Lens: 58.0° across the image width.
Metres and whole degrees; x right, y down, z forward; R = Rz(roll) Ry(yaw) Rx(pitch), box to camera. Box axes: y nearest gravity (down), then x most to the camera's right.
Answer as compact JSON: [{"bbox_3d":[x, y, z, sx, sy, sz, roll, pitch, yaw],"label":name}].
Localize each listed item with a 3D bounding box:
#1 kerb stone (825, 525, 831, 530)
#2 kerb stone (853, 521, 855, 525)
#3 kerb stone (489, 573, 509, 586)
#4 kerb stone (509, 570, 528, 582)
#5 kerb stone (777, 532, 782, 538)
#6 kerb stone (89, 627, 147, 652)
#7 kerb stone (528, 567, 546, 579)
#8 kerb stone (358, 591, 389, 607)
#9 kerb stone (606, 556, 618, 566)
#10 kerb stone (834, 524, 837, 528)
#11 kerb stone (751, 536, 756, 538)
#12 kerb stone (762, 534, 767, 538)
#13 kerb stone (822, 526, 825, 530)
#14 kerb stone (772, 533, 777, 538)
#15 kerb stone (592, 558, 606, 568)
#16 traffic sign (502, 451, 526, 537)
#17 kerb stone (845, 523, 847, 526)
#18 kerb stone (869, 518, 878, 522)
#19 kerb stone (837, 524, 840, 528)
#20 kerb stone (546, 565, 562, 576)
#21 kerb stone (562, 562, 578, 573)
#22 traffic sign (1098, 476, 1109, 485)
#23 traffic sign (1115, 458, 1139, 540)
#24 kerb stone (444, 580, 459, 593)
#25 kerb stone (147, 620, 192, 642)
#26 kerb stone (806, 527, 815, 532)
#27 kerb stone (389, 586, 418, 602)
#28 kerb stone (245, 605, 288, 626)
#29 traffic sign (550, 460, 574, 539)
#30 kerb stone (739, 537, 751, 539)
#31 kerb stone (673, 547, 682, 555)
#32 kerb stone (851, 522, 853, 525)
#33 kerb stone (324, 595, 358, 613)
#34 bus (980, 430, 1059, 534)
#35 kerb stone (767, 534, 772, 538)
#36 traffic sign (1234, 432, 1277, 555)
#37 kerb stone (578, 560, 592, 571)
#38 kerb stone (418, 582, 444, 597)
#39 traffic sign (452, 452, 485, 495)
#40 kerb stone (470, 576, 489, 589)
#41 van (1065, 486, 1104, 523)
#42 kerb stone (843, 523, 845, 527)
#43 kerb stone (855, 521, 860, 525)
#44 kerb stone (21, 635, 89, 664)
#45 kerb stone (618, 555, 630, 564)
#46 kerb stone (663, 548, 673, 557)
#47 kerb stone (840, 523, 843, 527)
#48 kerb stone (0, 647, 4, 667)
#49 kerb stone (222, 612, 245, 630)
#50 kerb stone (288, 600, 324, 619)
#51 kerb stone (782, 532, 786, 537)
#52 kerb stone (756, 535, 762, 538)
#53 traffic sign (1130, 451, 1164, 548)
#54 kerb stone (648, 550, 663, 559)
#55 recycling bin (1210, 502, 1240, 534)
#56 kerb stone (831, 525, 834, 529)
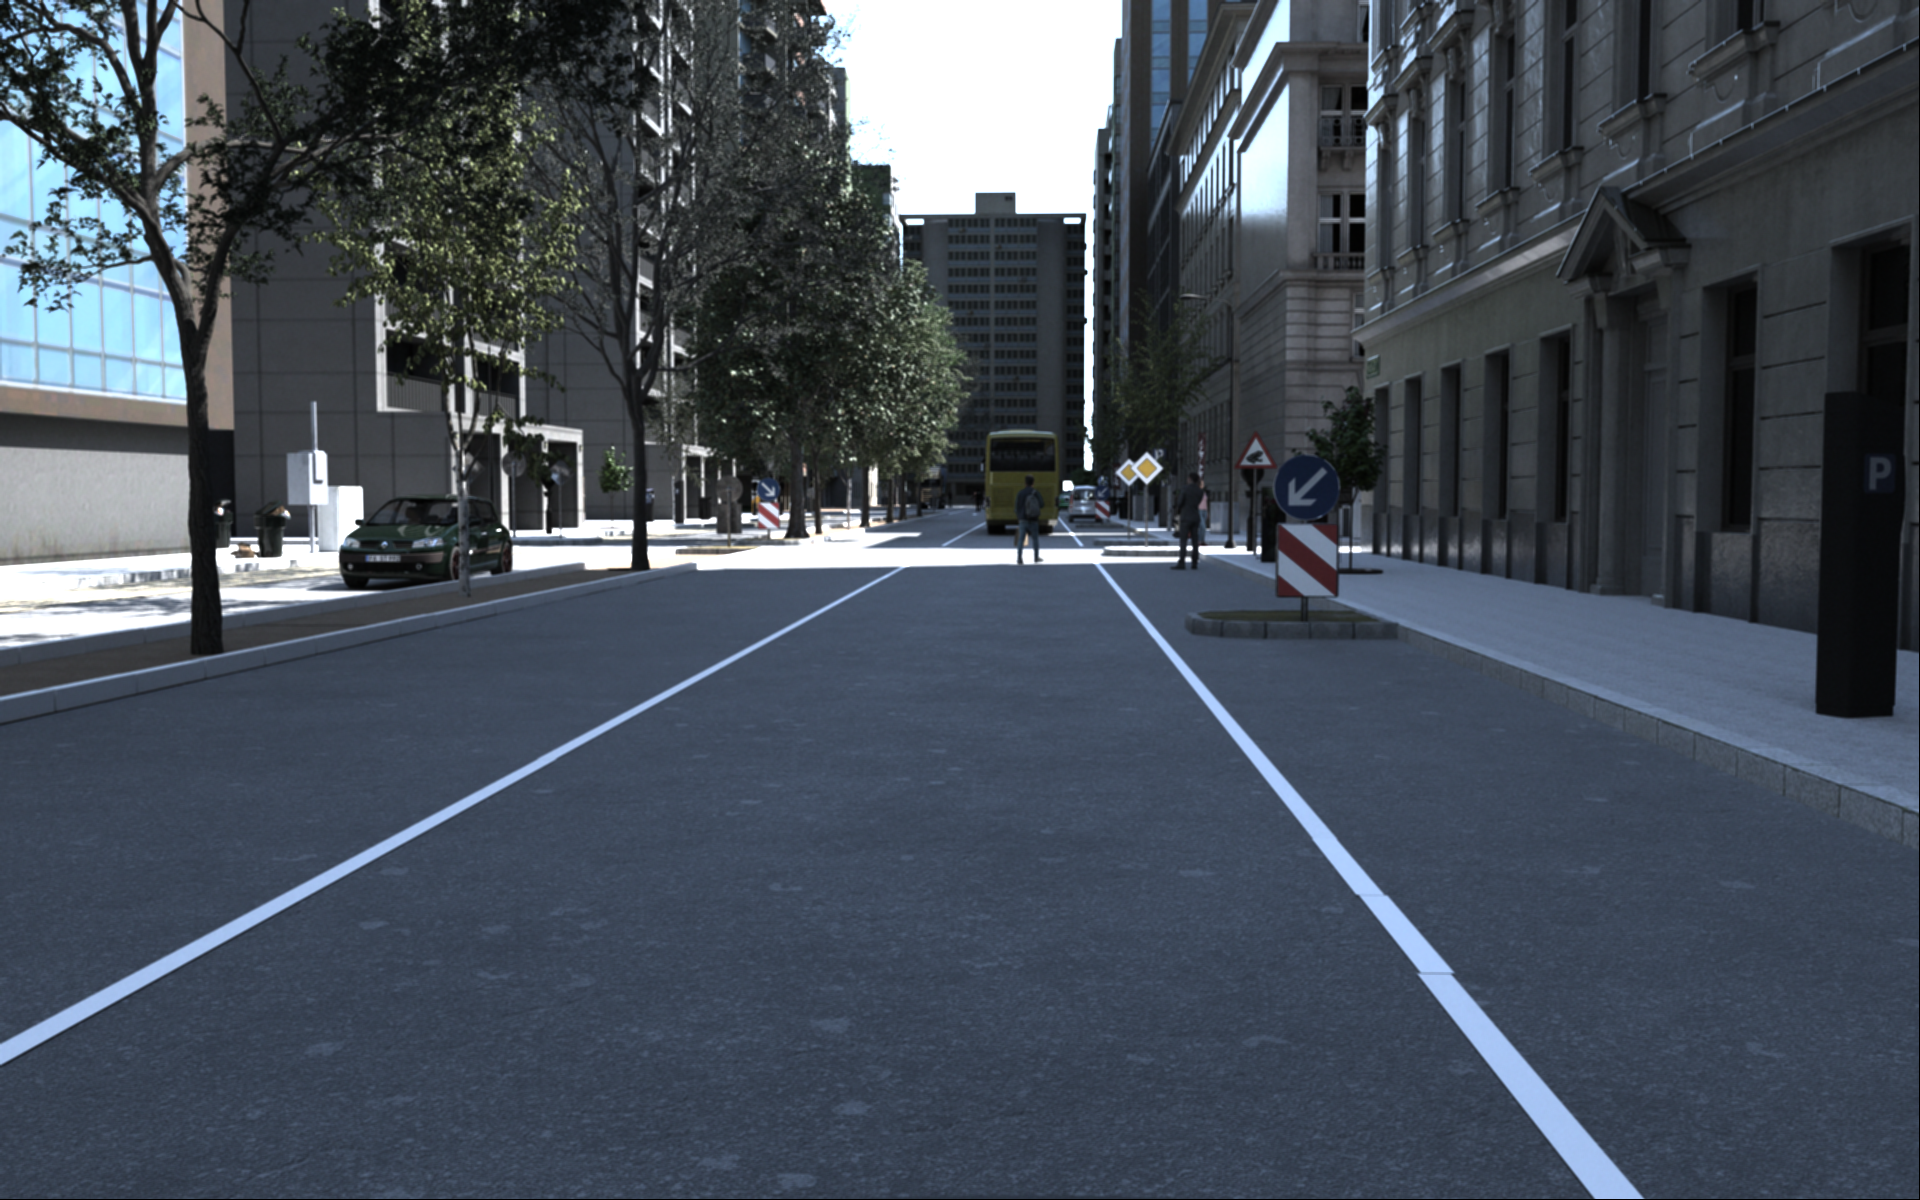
[{"bbox_3d":[-5.432,-2.914,69.843,0.120,0.150,1.000,0,4,3],"label":"kerb stone"},{"bbox_3d":[-5.007,-3.471,79.080,0.120,0.150,1.000,0,4,3],"label":"kerb stone"},{"bbox_3d":[-7.364,-0.306,27.316,0.120,0.150,1.000,0,4,3],"label":"kerb stone"},{"bbox_3d":[-7.314,-0.375,28.344,0.120,0.150,1.000,0,4,3],"label":"kerb stone"},{"bbox_3d":[-6.033,-2.099,56.518,0.120,0.150,1.000,0,4,3],"label":"kerb stone"},{"bbox_3d":[-7.875,0.376,16.045,0.120,0.150,1.000,0,4,3],"label":"kerb stone"},{"bbox_3d":[-7.265,-0.439,29.373,0.120,0.150,1.000,0,4,3],"label":"kerb stone"},{"bbox_3d":[-7.591,0.001,22.192,0.120,0.150,1.000,0,4,3],"label":"kerb stone"},{"bbox_3d":[-7.038,-0.750,34.486,0.120,0.150,1.000,0,4,3],"label":"kerb stone"},{"bbox_3d":[-5.325,-3.037,71.896,0.120,0.150,1.000,0,4,3],"label":"kerb stone"},{"bbox_3d":[-6.264,-1.786,51.398,0.120,0.150,1.000,0,4,3],"label":"kerb stone"},{"bbox_3d":[-6.170,-1.909,53.450,0.120,0.150,1.000,0,4,3],"label":"kerb stone"},{"bbox_3d":[-5.511,-2.789,67.800,0.120,0.150,1.000,0,4,3],"label":"kerb stone"},{"bbox_3d":[-6.078,-2.036,55.493,0.120,0.150,1.000,0,4,3],"label":"kerb stone"},{"bbox_3d":[-7.082,-0.689,33.460,0.120,0.150,1.000,0,4,3],"label":"kerb stone"},{"bbox_3d":[-13.224,-3.132,51.321,0.768,2.556,0.104,1,4,9],"label":"traffic sign"},{"bbox_3d":[-5.150,-3.291,75.999,0.120,0.150,1.000,0,4,3],"label":"kerb stone"},{"bbox_3d":[-4.492,-4.163,90.333,0.120,0.150,1.000,0,4,3],"label":"kerb stone"},{"bbox_3d":[-5.286,-3.094,72.918,0.120,0.150,1.000,0,4,3],"label":"kerb stone"},{"bbox_3d":[-7.226,-0.500,30.394,0.120,0.150,1.000,0,4,3],"label":"kerb stone"},{"bbox_3d":[-7.168,-0.564,31.415,0.120,0.150,1.000,0,4,3],"label":"kerb stone"},{"bbox_3d":[9.951,-7.351,120.293,0.768,2.556,0.104,0,4,5],"label":"traffic sign"},{"bbox_3d":[4.755,-2.759,48.753,0.795,2.450,0.064,0,4,3],"label":"traffic sign"},{"bbox_3d":[-7.450,-0.188,25.263,0.120,0.150,1.000,0,4,3],"label":"kerb stone"},{"bbox_3d":[-7.827,0.320,17.069,0.120,0.150,1.000,0,4,3],"label":"kerb stone"},{"bbox_3d":[-5.656,-2.601,64.727,0.120,0.150,1.000,0,4,3],"label":"kerb stone"},{"bbox_3d":[-7.544,-0.060,23.213,0.120,0.150,1.000,0,4,3],"label":"kerb stone"},{"bbox_3d":[-7.727,0.188,19.125,0.120,0.150,1.000,0,4,3],"label":"kerb stone"},{"bbox_3d":[-11.422,-2.805,49.507,0.795,2.450,0.064,0,4,3],"label":"traffic sign"},{"bbox_3d":[-6.301,-1.722,50.376,0.120,0.150,1.000,0,4,3],"label":"kerb stone"},{"bbox_3d":[-6.755,-1.128,40.632,0.120,0.150,1.000,0,4,3],"label":"kerb stone"},{"bbox_3d":[-5.054,-3.416,78.053,0.120,0.150,1.000,0,4,3],"label":"kerb stone"},{"bbox_3d":[-7.648,0.063,21.167,0.120,0.150,1.000,0,4,3],"label":"kerb stone"},{"bbox_3d":[2.212,-4.511,65.298,2.896,3.916,12.252,0,4,1],"label":"bus"},{"bbox_3d":[-6.126,-1.969,54.471,0.120,0.150,1.000,0,4,3],"label":"kerb stone"},{"bbox_3d":[6.159,-2.209,36.115,0.884,2.594,0.081,1,4,11],"label":"traffic sign"},{"bbox_3d":[-7.127,-0.625,32.439,0.120,0.150,1.000,0,4,3],"label":"kerb stone"},{"bbox_3d":[-7.494,-0.125,24.233,0.120,0.150,1.000,0,4,3],"label":"kerb stone"},{"bbox_3d":[-11.785,-2.317,41.530,0.795,2.450,0.064,0,4,3],"label":"traffic sign"},{"bbox_3d":[-7.402,-0.249,26.289,0.120,0.150,1.000,0,4,3],"label":"kerb stone"},{"bbox_3d":[6.369,-4.981,88.451,2.013,2.044,4.112,0,4,3],"label":"van"},{"bbox_3d":[-5.193,-3.222,74.974,0.120,0.150,1.000,0,4,3],"label":"kerb stone"},{"bbox_3d":[-4.908,-3.605,81.136,0.120,0.150,1.000,0,4,3],"label":"kerb stone"},{"bbox_3d":[-7.912,0.439,15.023,0.120,0.150,1.000,0,4,3],"label":"kerb stone"},{"bbox_3d":[-6.991,-0.814,35.507,0.120,0.150,1.000,0,4,3],"label":"kerb stone"},{"bbox_3d":[-6.794,-1.061,39.609,0.120,0.150,1.000,0,4,3],"label":"kerb stone"},{"bbox_3d":[-5.241,-3.160,73.953,0.120,0.150,1.000,0,4,3],"label":"kerb stone"},{"bbox_3d":[-7.965,0.501,14.000,0.120,0.150,1.000,0,4,3],"label":"kerb stone"},{"bbox_3d":[-7.783,0.251,18.099,0.120,0.150,1.000,0,4,3],"label":"kerb stone"},{"bbox_3d":[-7.692,0.126,20.146,0.120,0.150,1.000,0,4,3],"label":"kerb stone"},{"bbox_3d":[-5.983,-2.162,57.546,0.120,0.150,1.000,0,4,3],"label":"kerb stone"},{"bbox_3d":[-6.218,-1.842,52.429,0.120,0.150,1.000,0,4,3],"label":"kerb stone"},{"bbox_3d":[4.392,-2.271,40.776,0.795,2.450,0.064,0,4,3],"label":"traffic sign"},{"bbox_3d":[-6.841,-1.003,38.588,0.120,0.150,1.000,0,4,3],"label":"kerb stone"},{"bbox_3d":[8.551,-2.652,55.922,0.722,1.027,0.722,-2,4,-24],"label":"recycling bin"},{"bbox_3d":[-5.371,-2.977,70.867,0.120,0.150,1.000,0,4,3],"label":"kerb stone"}]
